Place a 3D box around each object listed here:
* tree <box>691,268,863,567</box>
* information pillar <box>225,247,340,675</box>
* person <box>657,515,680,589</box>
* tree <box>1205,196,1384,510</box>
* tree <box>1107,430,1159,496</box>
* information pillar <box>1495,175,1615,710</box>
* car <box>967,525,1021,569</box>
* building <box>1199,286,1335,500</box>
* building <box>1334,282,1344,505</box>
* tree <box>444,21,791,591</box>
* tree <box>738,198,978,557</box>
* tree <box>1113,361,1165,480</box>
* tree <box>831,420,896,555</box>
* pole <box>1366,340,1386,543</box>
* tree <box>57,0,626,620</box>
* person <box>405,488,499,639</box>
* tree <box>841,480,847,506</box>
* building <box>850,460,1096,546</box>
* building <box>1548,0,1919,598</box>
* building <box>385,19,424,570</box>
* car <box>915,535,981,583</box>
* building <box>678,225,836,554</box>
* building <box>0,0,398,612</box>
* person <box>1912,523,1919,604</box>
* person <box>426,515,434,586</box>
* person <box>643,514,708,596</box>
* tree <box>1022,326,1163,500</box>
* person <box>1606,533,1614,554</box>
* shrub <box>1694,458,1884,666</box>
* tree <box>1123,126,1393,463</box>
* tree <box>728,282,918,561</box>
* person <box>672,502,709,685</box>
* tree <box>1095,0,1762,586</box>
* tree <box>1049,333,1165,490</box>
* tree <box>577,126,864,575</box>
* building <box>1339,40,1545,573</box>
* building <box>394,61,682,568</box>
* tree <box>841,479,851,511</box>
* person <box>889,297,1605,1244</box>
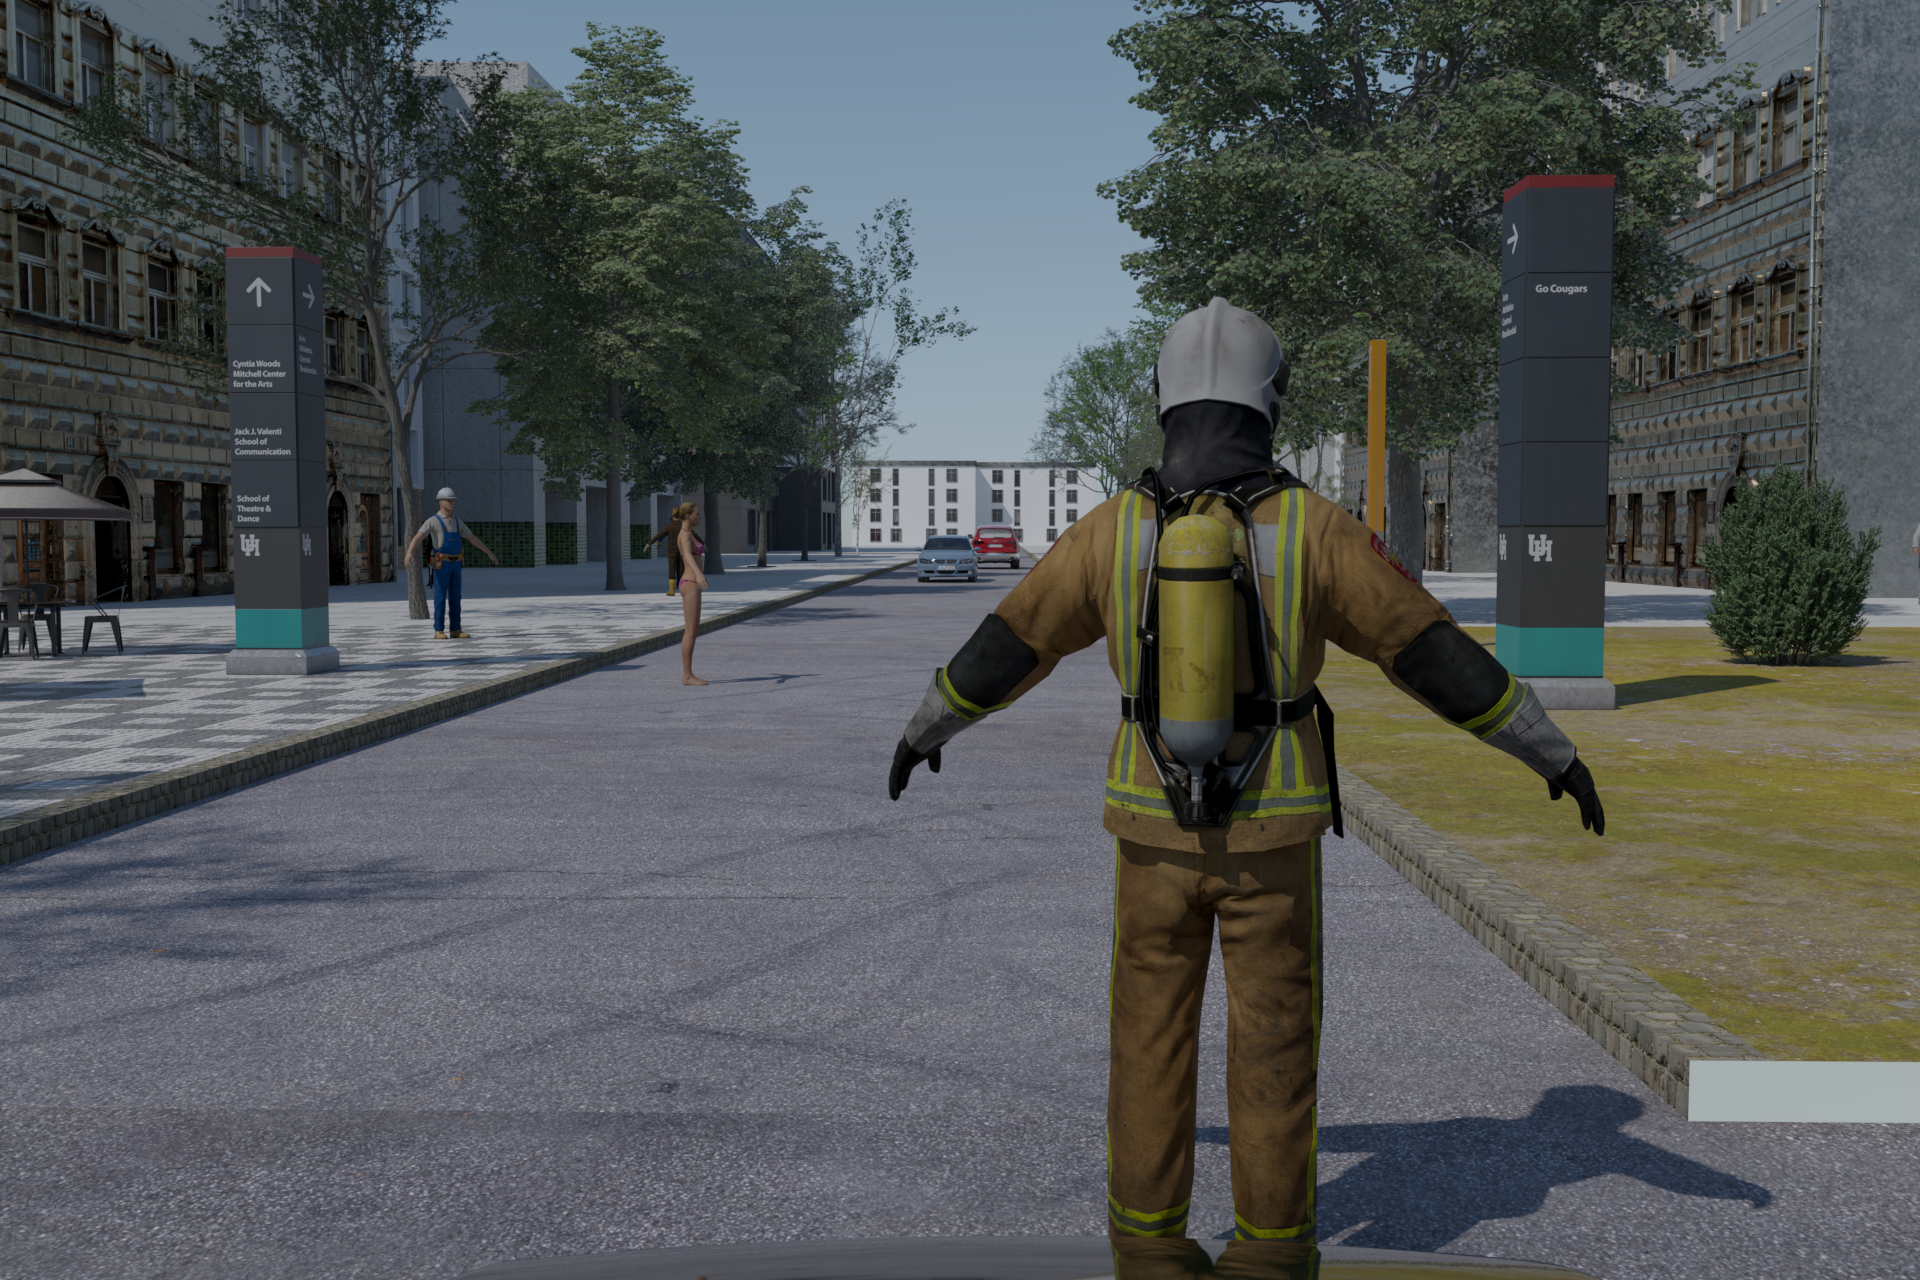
[{"bbox_3d":[-7.619,-8.644,67.084,9.928,11.665,9.643,0,3,0],"label":"tree"},{"bbox_3d":[-6.289,-1.628,16.002,0.750,3.857,0.750,0,4,2],"label":"information pillar"},{"bbox_3d":[-6.601,-2.082,40.504,0.721,1.772,1.216,3,5,44],"label":"person"},{"bbox_3d":[7.429,-5.252,36.234,4.360,8.622,3.978,0,3,0],"label":"tree"},{"bbox_3d":[21.607,-17.769,197.185,9.857,13.997,8.962,0,3,0],"label":"tree"},{"bbox_3d":[4.406,-1.437,12.879,0.750,3.857,0.750,0,4,2],"label":"information pillar"},{"bbox_3d":[1.438,-3.892,72.312,2.281,1.827,5.304,0,4,0],"label":"car"},{"bbox_3d":[25.849,-16.191,131.181,16.747,18.905,31.486,0,4,2],"label":"building"},{"bbox_3d":[24.409,-14.162,87.975,16.016,20.090,11.380,0,4,1],"label":"building"},{"bbox_3d":[-7.677,-7.375,38.708,7.486,12.596,7.792,0,3,0],"label":"tree"},{"bbox_3d":[-5.679,-14.765,97.301,12.611,20.169,13.585,0,3,0],"label":"tree"},{"bbox_3d":[7.792,-7.297,69.676,4.360,8.622,3.978,0,3,0],"label":"tree"},{"bbox_3d":[-6.634,-9.659,108.279,4.360,8.622,3.978,0,3,0],"label":"tree"},{"bbox_3d":[4.399,-1.498,18.340,0.158,3.312,0.155,0,3,0],"label":"pole"},{"bbox_3d":[-8.421,-5.598,25.947,7.601,10.594,8.767,2,4,30],"label":"tree"},{"bbox_3d":[-6.263,-0.939,21.214,0.705,1.847,1.347,3,4,37],"label":"person"},{"bbox_3d":[-14.584,-15.131,197.755,4.360,8.622,3.978,0,3,0],"label":"tree"},{"bbox_3d":[1.555,-15.543,198.734,28.070,9.664,9.099,0,4,-3],"label":"building"},{"bbox_3d":[26.534,-12.952,42.688,19.493,23.208,18.063,0,4,2],"label":"building"},{"bbox_3d":[-25.192,-11.915,51.230,16.016,20.090,11.380,0,4,1],"label":"building"},{"bbox_3d":[-0.355,-2.493,52.767,2.014,1.417,4.499,0,4,1],"label":"car"},{"bbox_3d":[-24.530,-17.480,129.769,27.936,21.610,32.646,0,4,1],"label":"building"},{"bbox_3d":[-24.614,-12.595,36.850,19.493,23.208,18.063,0,4,2],"label":"building"},{"bbox_3d":[17.670,-1.550,31.528,1.347,1.806,0.705,-2,4,-33],"label":"person"},{"bbox_3d":[-13.022,-2.203,42.734,0.721,1.740,1.216,3,4,36],"label":"person"},{"bbox_3d":[-5.871,-1.820,35.887,1.346,1.812,0.704,-1,4,-21],"label":"person"},{"bbox_3d":[8.787,-11.672,101.204,12.009,13.543,11.850,0,3,0],"label":"tree"},{"bbox_3d":[11.626,-1.591,32.142,1.347,1.817,0.704,-1,4,-21],"label":"person"},{"bbox_3d":[8.114,-0.771,17.023,1.690,2.028,1.600,0,3,0],"label":"shrub"},{"bbox_3d":[7.809,-7.247,44.246,9.928,11.665,9.643,0,3,0],"label":"tree"},{"bbox_3d":[-7.247,-10.483,81.760,12.009,13.543,11.850,0,3,0],"label":"tree"},{"bbox_3d":[-2.491,-0.444,16.523,0.721,1.733,1.217,-1,4,-10],"label":"person"},{"bbox_3d":[6.504,-7.252,25.225,9.857,13.997,8.962,0,3,0],"label":"tree"},{"bbox_3d":[8.507,-9.867,87.075,9.928,11.665,9.643,0,3,0],"label":"tree"},{"bbox_3d":[-7.840,-9.047,54.568,9.857,13.997,8.962,0,3,0],"label":"tree"},{"bbox_3d":[25.532,-14.327,65.171,19.493,23.208,18.063,0,4,1],"label":"building"},{"bbox_3d":[-24.230,-13.127,81.080,16.747,18.905,31.486,0,4,1],"label":"building"},{"bbox_3d":[-14.726,-15.450,202.965,4.737,8.622,4.395,0,3,0],"label":"tree"},{"bbox_3d":[0.480,0.307,3.213,1.354,1.858,0.705,1,4,18],"label":"person"}]
